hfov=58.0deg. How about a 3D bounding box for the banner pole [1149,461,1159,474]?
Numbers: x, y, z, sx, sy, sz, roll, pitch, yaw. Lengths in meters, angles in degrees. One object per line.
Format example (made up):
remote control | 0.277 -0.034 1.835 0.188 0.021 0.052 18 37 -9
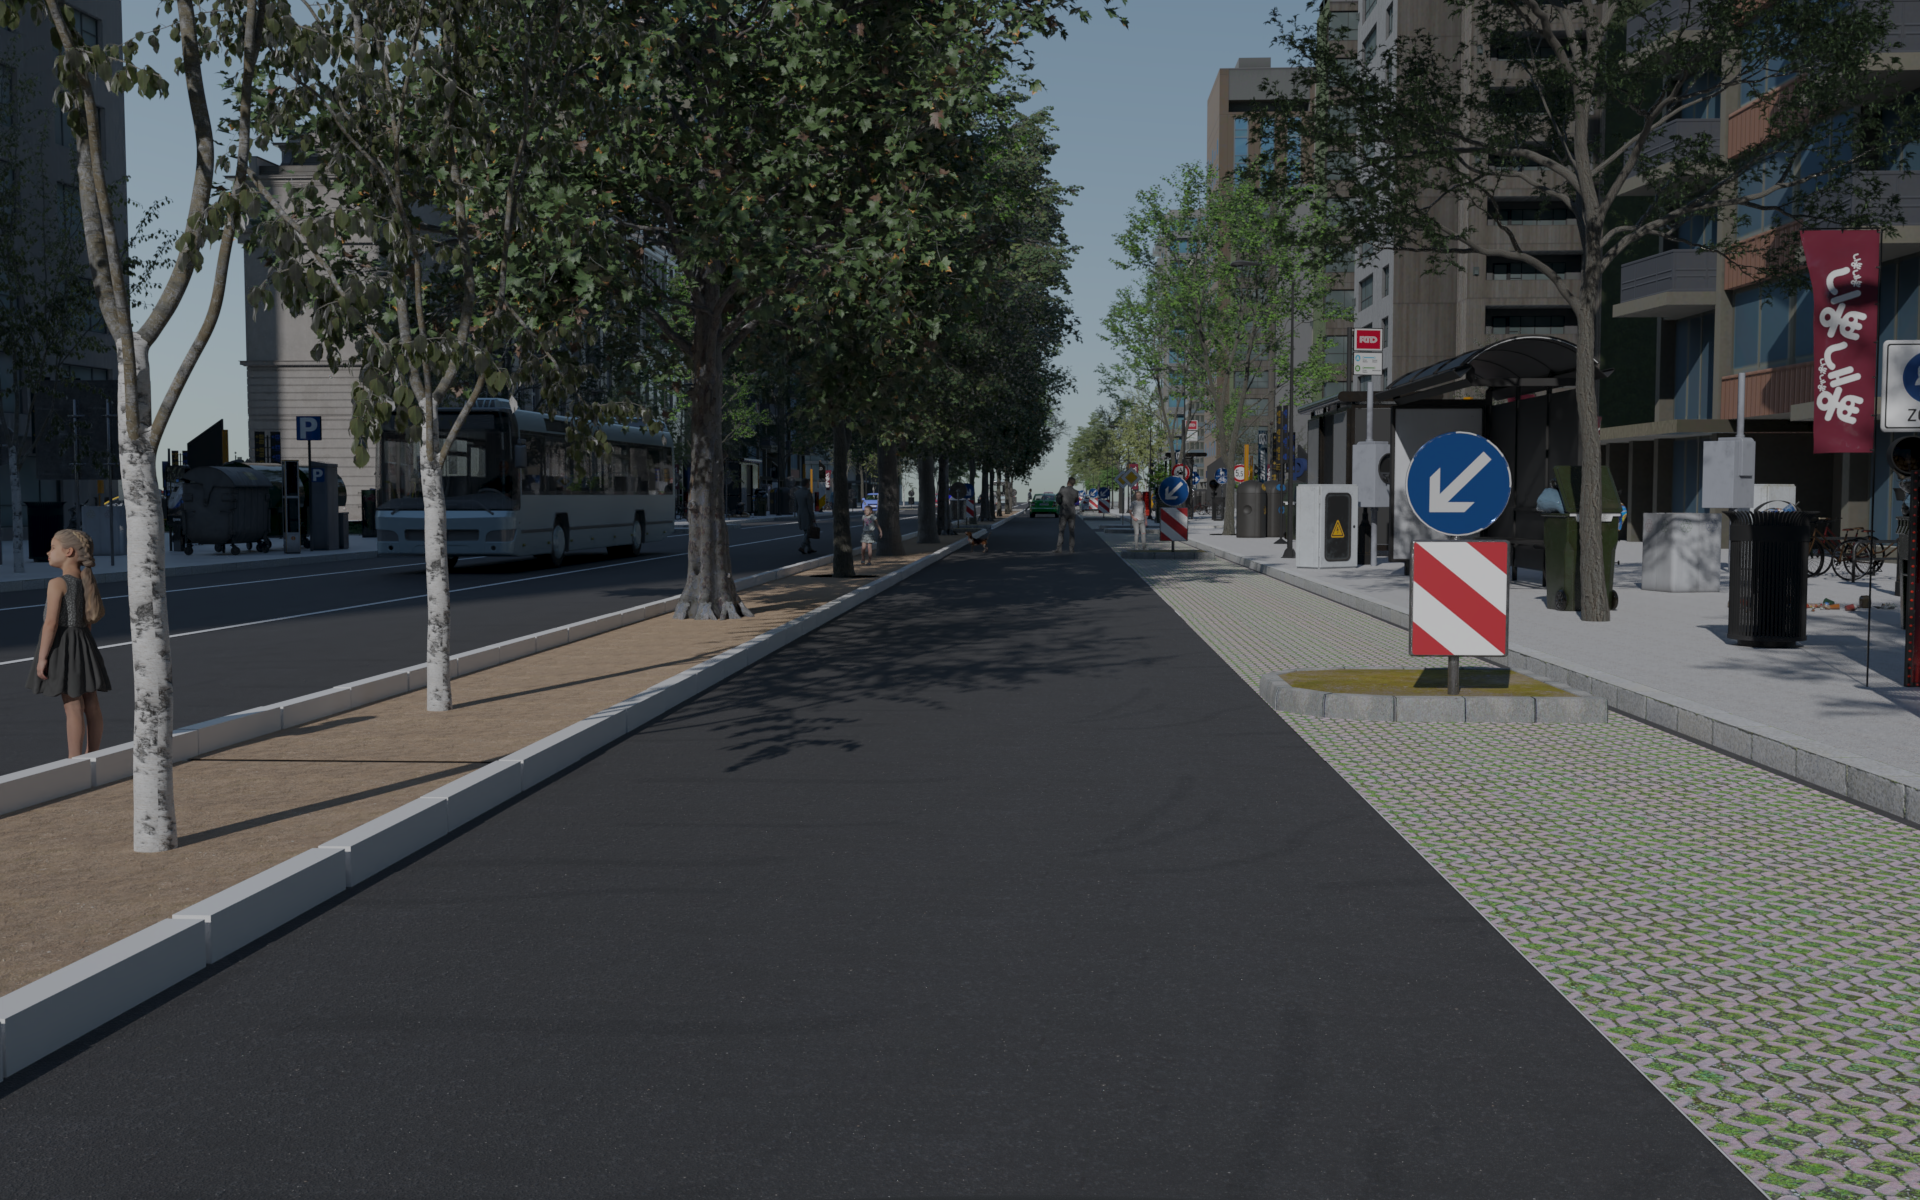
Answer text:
banner pole | 13.535 -7.971 120.337 0.863 3.779 0.401 0 4 3

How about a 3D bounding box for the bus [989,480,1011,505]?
bus | 5.149 -13.553 216.451 2.948 3.499 13.247 0 4 2

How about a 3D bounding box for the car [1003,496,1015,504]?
car | 7.217 -15.396 260.758 2.155 1.783 4.494 0 4 2

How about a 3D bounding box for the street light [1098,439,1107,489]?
street light | 12.358 -10.648 146.631 1.470 5.913 1.316 0 4 3

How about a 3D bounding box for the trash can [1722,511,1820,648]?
trash can | 6.811 -0.180 14.596 0.748 1.137 0.748 0 3 0

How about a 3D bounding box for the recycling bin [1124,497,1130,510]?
recycling bin | 13.067 -7.624 137.205 0.722 1.027 0.722 1 4 21

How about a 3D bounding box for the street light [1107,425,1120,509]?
street light | 10.835 -8.833 116.954 1.470 5.913 1.316 0 4 3

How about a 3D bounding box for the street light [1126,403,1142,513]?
street light | 9.125 -7.057 87.923 1.470 5.913 1.316 0 4 3

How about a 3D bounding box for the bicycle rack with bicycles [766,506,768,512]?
bicycle rack with bicycles | -15.201 -6.565 120.714 2.925 0.926 2.852 3 5 41

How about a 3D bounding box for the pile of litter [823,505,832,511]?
pile of litter | -10.629 -7.312 133.521 1.719 0.858 1.176 0 4 0

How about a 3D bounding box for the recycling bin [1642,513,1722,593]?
recycling bin | 9.524 -0.631 22.872 0.722 1.027 0.722 -1 4 -12

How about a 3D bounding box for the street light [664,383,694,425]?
street light | -11.807 -6.119 72.586 1.470 5.913 1.316 0 4 3

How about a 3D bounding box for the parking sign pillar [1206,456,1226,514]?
parking sign pillar | 16.852 -7.647 113.504 1.447 3.967 1.447 1 4 22

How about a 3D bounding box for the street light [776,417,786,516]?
street light | -10.195 -7.942 102.393 1.470 5.913 1.316 0 4 3

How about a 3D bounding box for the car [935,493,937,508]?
car | -2.074 -9.229 159.926 2.155 1.783 4.494 0 4 2

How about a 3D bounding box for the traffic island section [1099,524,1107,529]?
traffic island section | 6.770 -3.028 71.793 2.009 0.180 2.903 0 4 3

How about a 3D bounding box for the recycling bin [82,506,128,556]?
recycling bin | -17.891 -1.450 36.266 0.722 1.027 0.722 -1 4 -10

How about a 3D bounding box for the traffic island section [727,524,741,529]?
traffic island section | -10.344 -3.087 72.748 2.009 0.180 2.903 0 4 3

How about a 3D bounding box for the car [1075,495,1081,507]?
car | 12.626 -10.145 178.450 1.945 1.354 3.894 0 4 4

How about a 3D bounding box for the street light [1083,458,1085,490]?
street light | 16.583 -15.280 222.366 1.470 5.913 1.316 0 4 3

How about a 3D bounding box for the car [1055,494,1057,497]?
car | 6.862 -7.422 131.143 2.009 1.686 4.222 0 4 4

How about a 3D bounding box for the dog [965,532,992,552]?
dog | 0.446 -1.428 42.631 0.540 0.507 0.406 -2 4 -32

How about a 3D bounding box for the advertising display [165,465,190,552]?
advertising display | -17.458 -2.047 38.682 0.974 1.923 0.123 3 5 42

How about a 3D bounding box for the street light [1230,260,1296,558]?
street light | 6.069 -3.795 34.581 1.470 5.913 1.316 0 4 3

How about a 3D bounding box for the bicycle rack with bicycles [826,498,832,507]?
bicycle rack with bicycles | -10.631 -7.984 143.919 2.925 0.926 2.852 -1 4 -23

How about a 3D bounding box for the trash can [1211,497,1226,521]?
trash can | 12.326 -4.342 82.639 0.748 1.137 0.748 0 3 0

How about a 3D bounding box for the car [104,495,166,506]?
car | -34.000 -3.714 70.944 3.980 1.641 2.015 0 4 4

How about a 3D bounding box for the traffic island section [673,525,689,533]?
traffic island section | -10.789 -2.599 64.776 2.009 0.180 2.903 0 4 3

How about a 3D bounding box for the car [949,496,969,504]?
car | -0.020 -7.424 133.744 2.083 1.381 4.827 0 4 2

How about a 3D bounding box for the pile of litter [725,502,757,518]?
pile of litter | -11.906 -4.893 93.957 1.719 0.858 1.176 1 4 16

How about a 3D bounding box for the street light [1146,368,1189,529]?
street light | 7.695 -5.570 63.617 1.470 5.913 1.316 0 4 3

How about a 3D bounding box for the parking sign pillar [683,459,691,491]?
parking sign pillar | -19.646 -8.451 126.641 1.447 3.967 1.447 3 4 38

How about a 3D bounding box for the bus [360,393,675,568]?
bus | -8.786 -2.538 36.350 2.948 3.499 13.247 0 4 4

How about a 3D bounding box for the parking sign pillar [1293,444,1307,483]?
parking sign pillar | 18.495 -6.424 93.504 1.447 3.967 1.447 -1 4 -21

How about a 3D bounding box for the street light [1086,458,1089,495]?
street light | 15.018 -13.477 192.883 1.470 5.913 1.316 0 4 3

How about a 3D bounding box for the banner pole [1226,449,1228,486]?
banner pole | 14.934 -6.507 96.400 0.401 3.779 0.863 2 4 29

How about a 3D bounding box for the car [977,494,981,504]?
car | 3.576 -15.351 260.767 2.009 1.686 4.222 0 4 5

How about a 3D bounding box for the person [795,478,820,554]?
person | -3.650 -2.011 41.481 0.694 1.812 0.767 3 5 45

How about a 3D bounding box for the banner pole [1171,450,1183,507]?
banner pole | 10.716 -5.854 85.732 0.863 3.779 0.401 2 4 24

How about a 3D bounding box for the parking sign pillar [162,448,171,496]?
parking sign pillar | -46.449 -6.911 101.462 1.447 3.967 1.447 -2 4 -24

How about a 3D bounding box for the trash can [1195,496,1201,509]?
trash can | 18.635 -7.612 136.103 0.748 1.137 0.748 0 3 0

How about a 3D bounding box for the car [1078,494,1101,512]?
car | 9.857 -7.191 129.577 2.014 1.417 4.499 0 4 1

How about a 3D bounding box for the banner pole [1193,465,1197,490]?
banner pole | 17.742 -8.658 131.567 0.401 3.779 0.863 -2 4 -33

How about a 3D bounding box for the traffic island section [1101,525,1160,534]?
traffic island section | 6.325 -2.541 63.820 2.009 0.180 2.903 0 4 3

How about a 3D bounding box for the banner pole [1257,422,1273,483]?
banner pole | 10.600 -4.280 59.994 0.863 3.779 0.401 -2 4 -34

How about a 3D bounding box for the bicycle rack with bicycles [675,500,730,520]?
bicycle rack with bicycles | -12.762 -4.392 85.185 2.925 0.926 2.852 -2 4 -34

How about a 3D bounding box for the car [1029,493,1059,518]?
car | 5.204 -5.956 106.172 1.959 1.807 4.718 0 4 4

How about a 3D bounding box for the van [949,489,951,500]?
van | -0.616 -11.497 192.358 2.240 2.365 5.245 0 4 4

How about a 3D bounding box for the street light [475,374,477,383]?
street light | -13.108 -4.668 48.860 1.470 5.913 1.316 0 4 3

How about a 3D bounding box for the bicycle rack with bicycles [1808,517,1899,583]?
bicycle rack with bicycles | 13.433 -0.782 26.161 2.925 0.926 2.852 -1 4 -10

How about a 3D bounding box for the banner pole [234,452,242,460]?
banner pole | -42.670 -6.876 102.446 0.863 3.779 0.401 2 4 33

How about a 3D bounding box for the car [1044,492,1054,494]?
car | 13.731 -15.899 268.626 2.281 1.827 5.304 0 4 4

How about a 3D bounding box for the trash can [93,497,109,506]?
trash can | -40.215 -4.254 81.204 0.748 1.137 0.748 0 3 0

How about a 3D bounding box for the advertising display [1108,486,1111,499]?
advertising display | 12.296 -8.413 142.761 0.123 1.923 0.974 0 4 -1

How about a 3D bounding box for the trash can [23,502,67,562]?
trash can | -17.283 -1.290 32.750 0.748 1.137 0.748 0 3 0

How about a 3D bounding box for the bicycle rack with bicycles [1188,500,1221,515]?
bicycle rack with bicycles | 15.311 -5.656 105.863 2.925 0.926 2.852 2 4 29

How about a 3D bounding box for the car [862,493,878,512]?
car | -6.617 -7.668 134.959 1.945 1.707 3.694 0 4 4

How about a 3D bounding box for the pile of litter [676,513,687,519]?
pile of litter | -14.036 -4.676 90.420 1.719 0.858 1.176 0 4 -4

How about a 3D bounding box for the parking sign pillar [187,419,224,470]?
parking sign pillar | -26.993 -4.508 62.171 1.447 3.967 1.447 0 4 2
